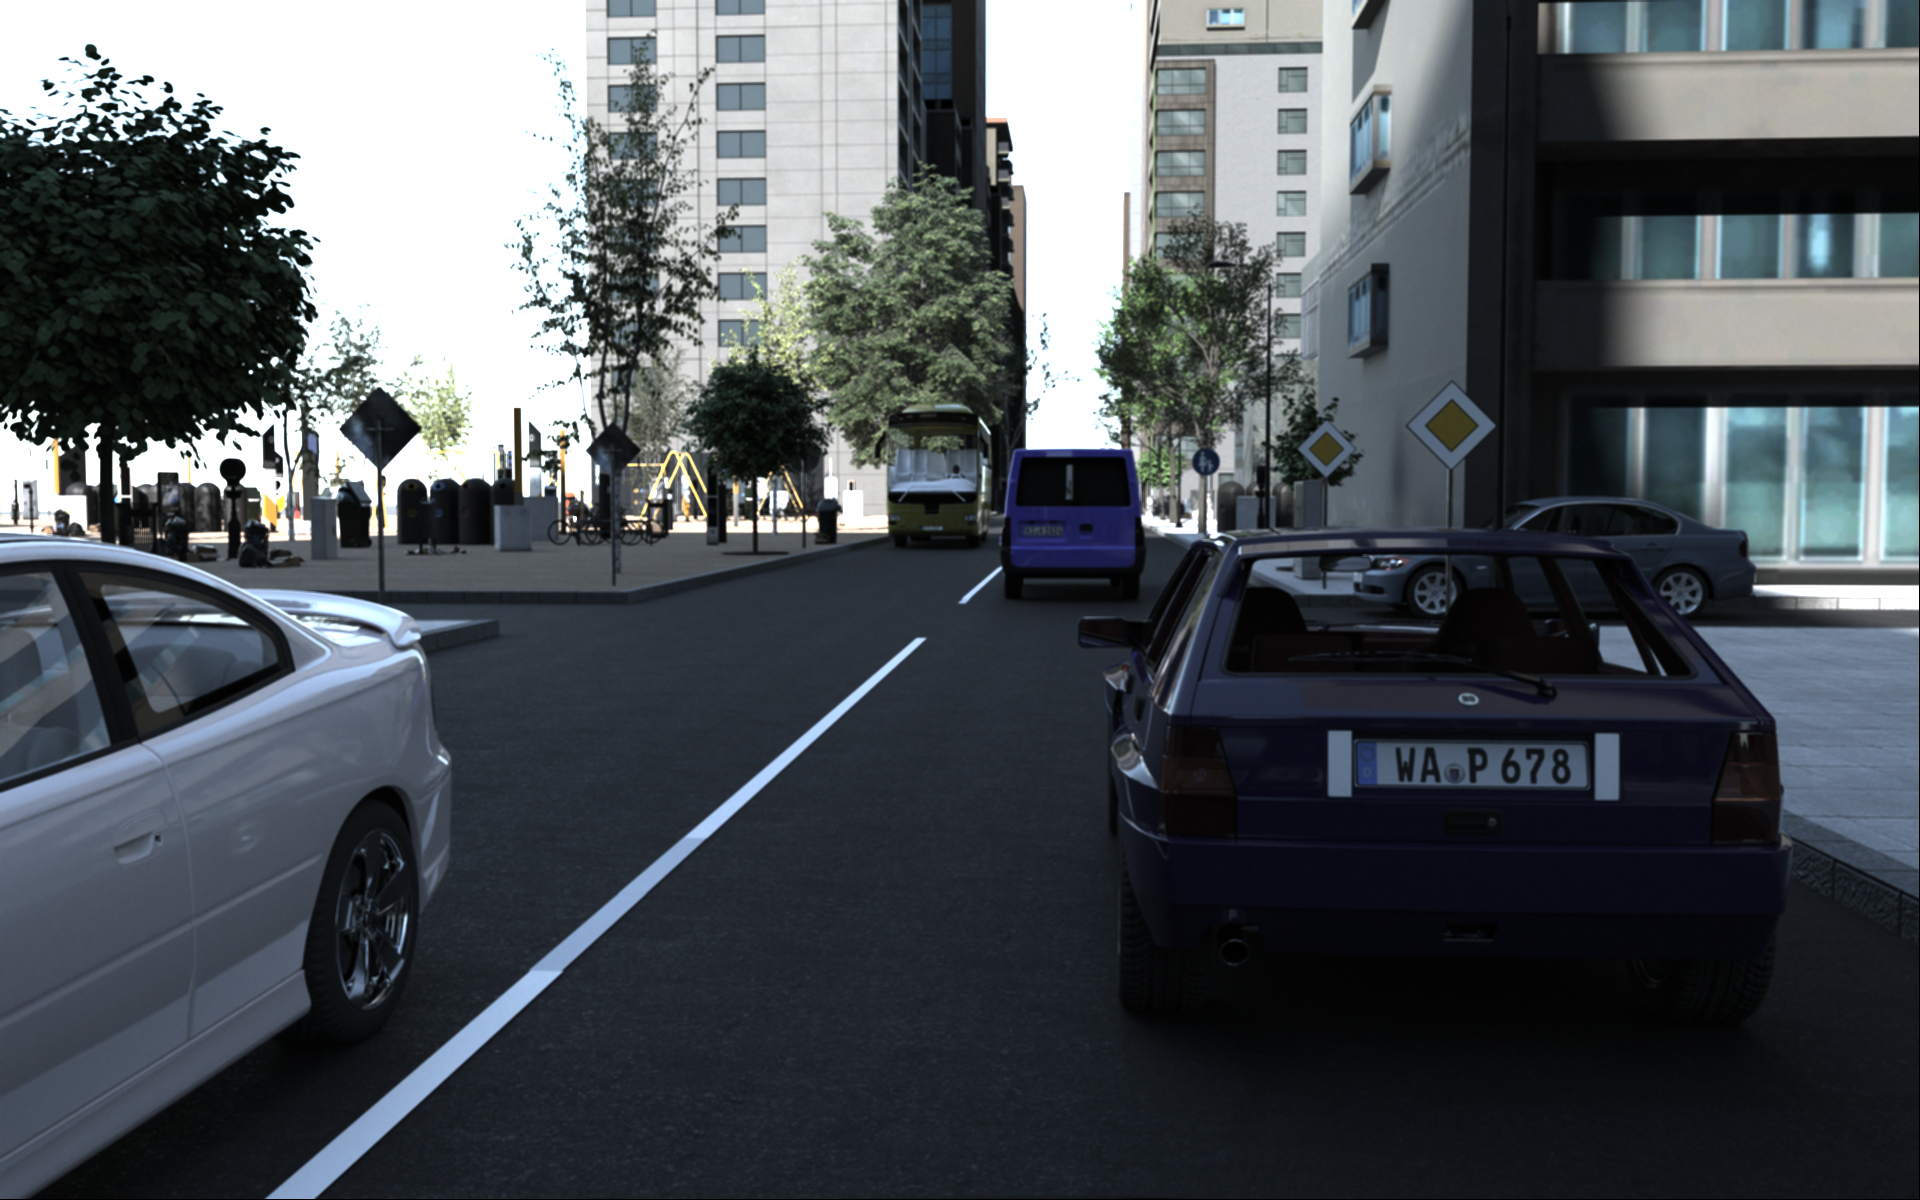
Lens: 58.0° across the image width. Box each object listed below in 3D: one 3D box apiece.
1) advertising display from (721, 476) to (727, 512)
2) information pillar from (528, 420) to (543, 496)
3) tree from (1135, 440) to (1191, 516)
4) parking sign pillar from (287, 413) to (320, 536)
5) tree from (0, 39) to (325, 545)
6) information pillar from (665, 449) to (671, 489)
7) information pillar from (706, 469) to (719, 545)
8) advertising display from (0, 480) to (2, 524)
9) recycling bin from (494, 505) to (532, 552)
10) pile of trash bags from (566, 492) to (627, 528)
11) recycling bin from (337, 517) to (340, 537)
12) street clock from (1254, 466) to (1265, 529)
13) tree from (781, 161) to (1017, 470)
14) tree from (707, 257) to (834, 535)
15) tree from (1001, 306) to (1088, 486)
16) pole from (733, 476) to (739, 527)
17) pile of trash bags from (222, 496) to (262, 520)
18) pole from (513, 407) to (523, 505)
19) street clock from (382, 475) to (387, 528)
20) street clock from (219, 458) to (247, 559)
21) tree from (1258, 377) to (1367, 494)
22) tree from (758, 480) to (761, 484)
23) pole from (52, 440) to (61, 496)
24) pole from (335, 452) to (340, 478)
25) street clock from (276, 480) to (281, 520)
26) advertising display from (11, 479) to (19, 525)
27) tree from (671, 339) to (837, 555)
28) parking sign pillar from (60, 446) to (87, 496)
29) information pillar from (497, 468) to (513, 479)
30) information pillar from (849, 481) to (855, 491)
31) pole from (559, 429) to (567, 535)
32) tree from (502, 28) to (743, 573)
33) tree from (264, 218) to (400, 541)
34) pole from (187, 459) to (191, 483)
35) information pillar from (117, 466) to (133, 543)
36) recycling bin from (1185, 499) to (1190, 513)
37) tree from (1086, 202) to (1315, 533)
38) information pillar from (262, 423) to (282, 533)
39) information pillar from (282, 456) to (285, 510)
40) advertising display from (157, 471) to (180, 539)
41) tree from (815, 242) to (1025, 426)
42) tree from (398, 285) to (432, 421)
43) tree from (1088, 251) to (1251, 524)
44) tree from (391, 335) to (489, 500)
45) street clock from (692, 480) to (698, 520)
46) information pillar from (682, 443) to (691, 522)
[{"bbox_3d":[-8.637,-3.551,63.277,0.123,1.923,0.974,0,4,-3],"label":"advertising display"},{"bbox_3d":[-13.464,-3.885,54.880,0.504,3.616,0.183,2,4,25],"label":"information pillar"},{"bbox_3d":[12.035,-7.303,103.125,4.285,4.588,4.351,0,3,0],"label":"tree"},{"bbox_3d":[-20.216,-4.003,53.915,1.447,3.967,1.447,-1,4,-16],"label":"parking sign pillar"},{"bbox_3d":[-6.250,-1.778,12.780,4.285,4.588,4.351,0,3,0],"label":"tree"},{"bbox_3d":[-14.341,-5.733,85.081,0.183,3.616,0.504,1,4,12],"label":"information pillar"},{"bbox_3d":[-6.236,-2.391,43.585,0.304,2.012,0.304,-1,4,-11],"label":"information pillar"},{"bbox_3d":[-42.045,-4.281,75.205,0.974,1.923,0.123,1,4,19],"label":"advertising display"},{"bbox_3d":[-10.076,-1.620,39.036,0.722,1.027,0.722,-2,4,-24],"label":"recycling bin"},{"bbox_3d":[-14.413,-3.508,67.112,1.912,1.369,3.447,-3,5,-44],"label":"pile of trash bags"},{"bbox_3d":[-18.227,-2.397,51.745,0.722,1.027,0.722,-1,4,-19],"label":"recycling bin"},{"bbox_3d":[7.670,-2.419,44.117,0.358,2.002,0.471,0,4,8],"label":"street clock"},{"bbox_3d":[-2.222,-9.886,68.286,9.857,13.997,8.962,0,3,0],"label":"tree"},{"bbox_3d":[-5.864,-6.353,54.230,4.737,8.622,4.395,0,3,0],"label":"tree"},{"bbox_3d":[6.209,-19.451,173.914,12.611,20.169,13.585,0,3,0],"label":"tree"},{"bbox_3d":[-8.692,-4.482,67.128,0.158,3.312,0.155,0,3,0],"label":"pole"},{"bbox_3d":[-36.563,-4.676,86.198,3.447,1.369,1.912,-2,4,-29],"label":"pile of trash bags"},{"bbox_3d":[-10.365,-2.863,40.660,0.158,3.312,0.155,0,3,0],"label":"pole"},{"bbox_3d":[-21.873,-3.730,65.561,0.358,2.002,0.471,0,3,0],"label":"street clock"},{"bbox_3d":[-14.467,-1.831,34.502,0.471,2.002,0.358,1,4,12],"label":"street clock"},{"bbox_3d":[5.796,-2.090,28.770,1.663,3.219,1.824,0,3,0],"label":"tree"},{"bbox_3d":[-11.192,-8.558,90.290,4.360,8.622,3.978,0,3,0],"label":"tree"},{"bbox_3d":[-31.807,-4.107,60.999,0.158,3.312,0.155,0,3,0],"label":"pole"},{"bbox_3d":[-29.307,-5.365,81.566,0.158,3.312,0.155,0,3,0],"label":"pole"},{"bbox_3d":[-34.474,-5.061,87.310,0.471,2.002,0.358,-2,4,-35],"label":"street clock"},{"bbox_3d":[-39.927,-4.157,73.178,0.123,1.923,0.974,-3,4,-36],"label":"advertising display"},{"bbox_3d":[-4.460,-3.258,36.983,4.285,4.588,4.351,0,3,0],"label":"tree"},{"bbox_3d":[-43.319,-5.870,84.443,1.447,3.967,1.447,3,4,38],"label":"parking sign pillar"},{"bbox_3d":[-12.946,-2.742,49.321,0.304,2.012,0.304,2,4,31],"label":"information pillar"},{"bbox_3d":[-6.027,-5.634,96.609,0.304,2.012,0.304,1,4,13],"label":"information pillar"},{"bbox_3d":[-12.496,-3.709,54.489,0.158,3.312,0.155,0,3,0],"label":"pole"},{"bbox_3d":[-5.606,-4.757,28.147,4.360,8.622,3.978,0,3,0],"label":"tree"},{"bbox_3d":[-17.924,-5.901,46.850,4.360,8.622,3.978,0,3,0],"label":"tree"},{"bbox_3d":[-42.584,-6.232,95.733,0.158,3.312,0.155,0,3,0],"label":"pole"},{"bbox_3d":[-21.704,-2.480,45.033,0.304,2.012,0.304,-2,4,-35],"label":"information pillar"},{"bbox_3d":[12.721,-4.999,94.286,0.722,1.027,0.722,2,4,30],"label":"recycling bin"},{"bbox_3d":[7.710,-7.468,56.515,8.767,10.594,7.601,3,5,41],"label":"tree"},{"bbox_3d":[-22.692,-4.011,56.932,0.183,3.616,0.504,2,4,29],"label":"information pillar"},{"bbox_3d":[-35.904,-6.115,91.340,0.504,3.616,0.183,0,4,-4],"label":"information pillar"},{"bbox_3d":[-22.580,-2.705,49.435,0.123,1.923,0.974,0,4,5],"label":"advertising display"},{"bbox_3d":[-1.837,-10.446,81.158,12.009,13.543,11.850,0,3,0],"label":"tree"},{"bbox_3d":[-19.728,-6.535,57.210,4.360,8.622,3.978,0,3,0],"label":"tree"},{"bbox_3d":[9.122,-9.124,74.932,9.928,11.665,9.643,0,3,0],"label":"tree"},{"bbox_3d":[-23.528,-7.895,79.441,4.737,8.622,4.395,0,3,0],"label":"tree"},{"bbox_3d":[-13.306,-5.043,87.028,0.358,2.002,0.471,-1,4,-13],"label":"street clock"},{"bbox_3d":[-12.495,-5.358,78.959,0.183,3.616,0.504,-3,5,-42],"label":"information pillar"}]
